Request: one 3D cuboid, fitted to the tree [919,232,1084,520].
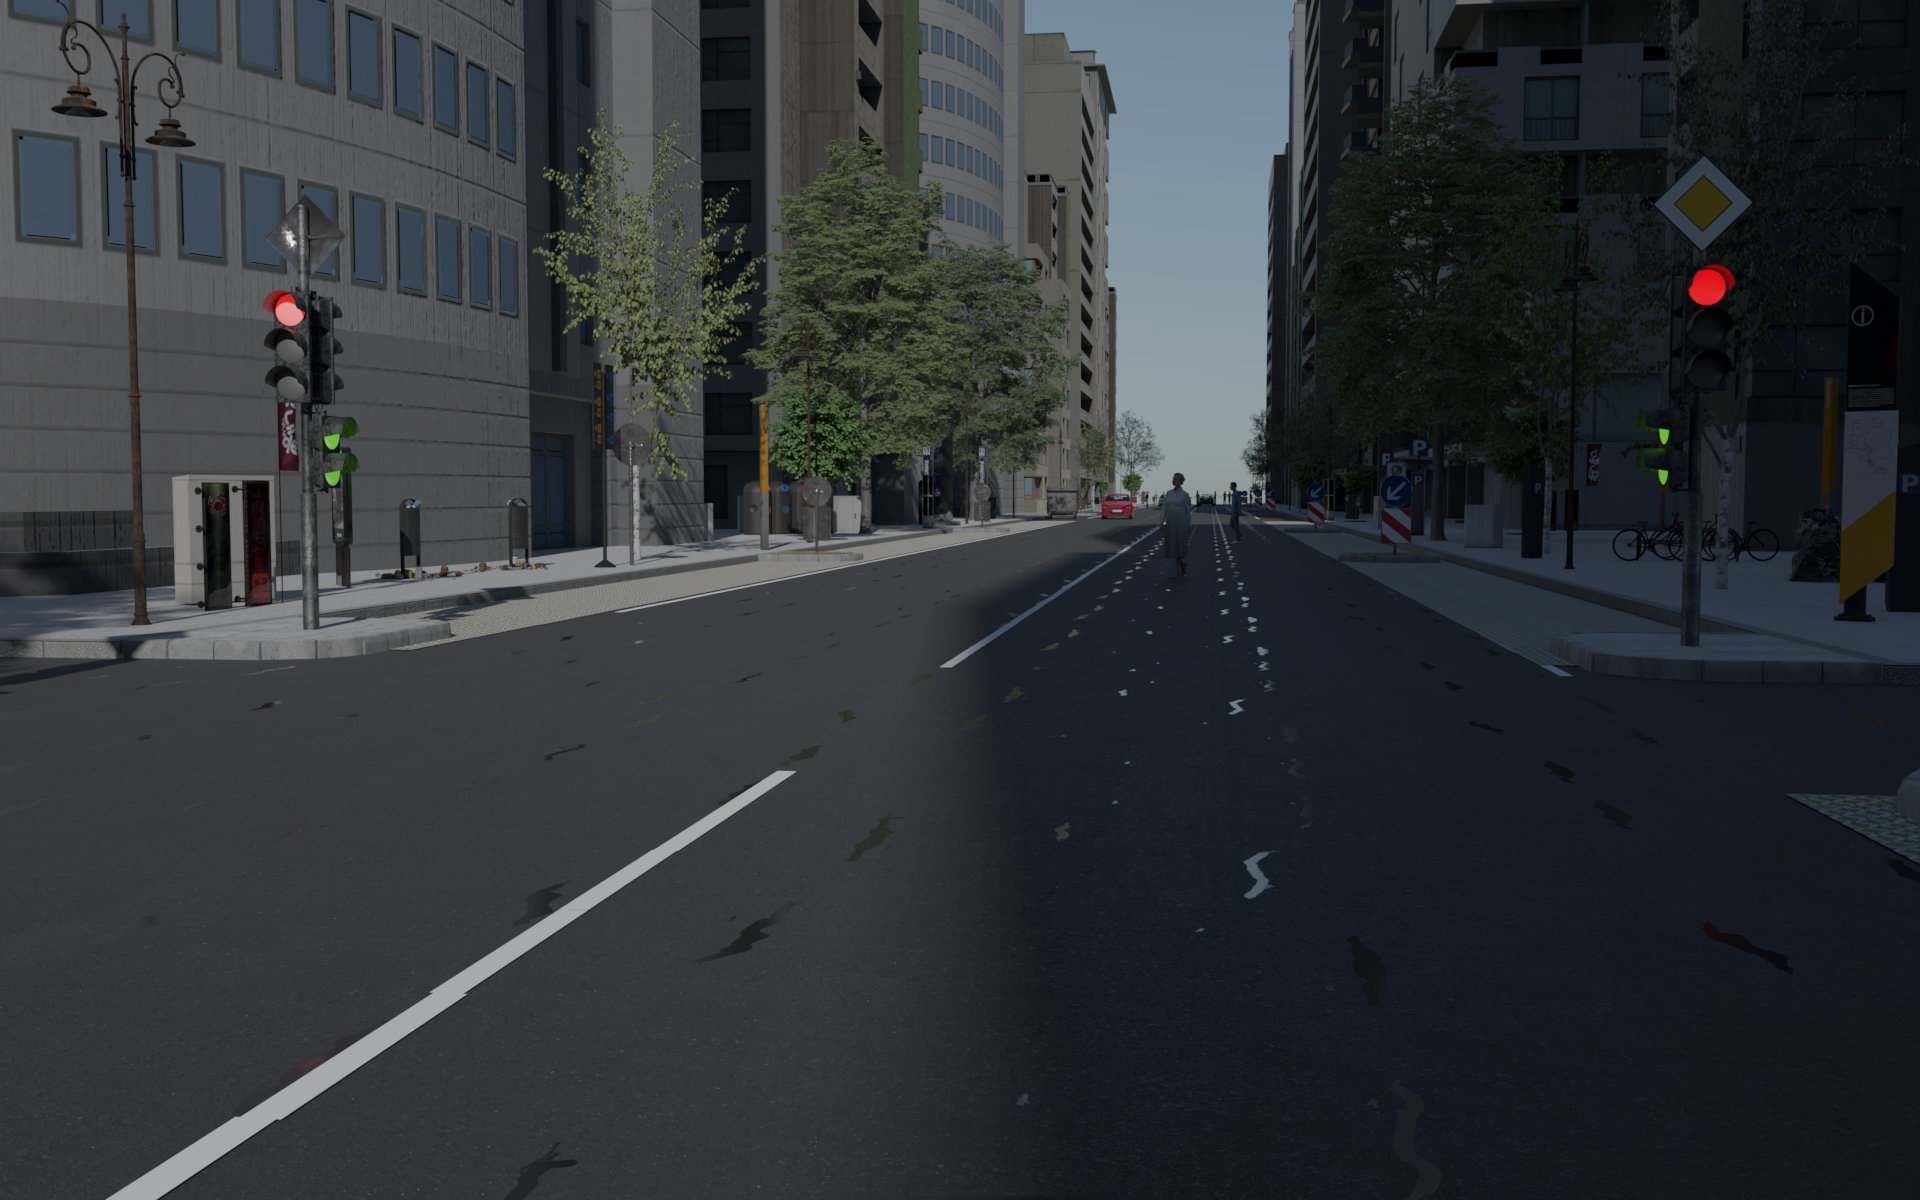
[{"bbox_3d":[0.859,-10.902,84.903,9.857,13.997,8.962,0,3,0],"label":"tree"}]

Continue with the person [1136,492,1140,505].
[{"bbox_3d":[22.554,-12.832,218.976,0.621,1.740,0.551,-1,4,-23],"label":"person"}]

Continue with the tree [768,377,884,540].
[{"bbox_3d":[-3.850,-3.977,48.736,4.285,4.588,4.351,0,3,0],"label":"tree"}]

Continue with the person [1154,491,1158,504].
[{"bbox_3d":[28.133,-14.680,248.390,0.709,1.838,0.599,2,4,28],"label":"person"}]

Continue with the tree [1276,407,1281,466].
[{"bbox_3d":[20.884,-9.238,101.408,4.360,8.622,3.978,0,3,0],"label":"tree"}]

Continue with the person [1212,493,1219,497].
[{"bbox_3d":[36.219,-14.474,245.824,1.217,1.739,0.721,1,4,20],"label":"person"}]

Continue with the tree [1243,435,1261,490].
[{"bbox_3d":[35.321,-15.339,201.149,4.360,8.622,3.978,0,3,0],"label":"tree"}]

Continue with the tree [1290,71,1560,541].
[{"bbox_3d":[12.819,-7.911,47.466,7.486,12.596,7.792,0,3,0],"label":"tree"}]

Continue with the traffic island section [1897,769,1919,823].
[{"bbox_3d":[5.053,0.950,6.744,2.009,0.180,2.903,1,4,8],"label":"traffic island section"}]

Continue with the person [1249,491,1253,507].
[{"bbox_3d":[32.023,-11.133,190.528,0.705,1.824,1.348,0,4,-1],"label":"person"}]

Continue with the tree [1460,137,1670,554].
[{"bbox_3d":[12.757,-5.279,36.666,4.737,8.622,4.395,0,3,0],"label":"tree"}]

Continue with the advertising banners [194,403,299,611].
[{"bbox_3d":[-8.065,-1.443,19.784,0.090,3.025,2.074,1,4,11],"label":"advertising banners"}]

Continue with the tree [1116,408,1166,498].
[{"bbox_3d":[24.493,-20.692,248.689,12.009,13.543,11.850,0,3,0],"label":"tree"}]

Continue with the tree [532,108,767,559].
[{"bbox_3d":[-6.162,-5.117,34.022,4.737,8.622,4.395,0,3,0],"label":"tree"}]

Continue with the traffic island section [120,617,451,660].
[{"bbox_3d":[-6.168,0.358,16.431,2.009,0.180,2.903,1,4,8],"label":"traffic island section"}]

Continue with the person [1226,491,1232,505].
[{"bbox_3d":[36.889,-13.985,237.245,0.705,1.812,1.348,-2,4,-34],"label":"person"}]

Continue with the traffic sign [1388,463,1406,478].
[{"bbox_3d":[14.189,-3.316,56.349,0.606,2.300,0.079,1,4,9],"label":"traffic sign"}]

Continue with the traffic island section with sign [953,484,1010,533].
[{"bbox_3d":[0.838,-3.446,64.969,1.989,1.847,2.006,1,4,8],"label":"traffic island section with sign"}]

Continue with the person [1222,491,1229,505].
[{"bbox_3d":[34.056,-13.114,222.924,1.348,1.822,0.705,3,4,37],"label":"person"}]

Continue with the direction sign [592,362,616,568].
[{"bbox_3d":[-6.208,-2.336,30.192,0.379,3.537,0.876,1,4,11],"label":"direction sign"}]

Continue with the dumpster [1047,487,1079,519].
[{"bbox_3d":[5.852,-5.538,98.767,1.865,1.857,1.264,0,4,8],"label":"dumpster"}]

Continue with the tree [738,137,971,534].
[{"bbox_3d":[-3.295,-8.442,56.154,7.486,12.596,7.792,0,3,0],"label":"tree"}]

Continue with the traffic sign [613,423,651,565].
[{"bbox_3d":[-5.915,-1.898,31.142,0.768,2.556,0.104,1,4,17],"label":"traffic sign"}]

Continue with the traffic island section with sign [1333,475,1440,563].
[{"bbox_3d":[9.079,-1.725,36.827,1.989,1.847,2.006,1,4,8],"label":"traffic island section with sign"}]

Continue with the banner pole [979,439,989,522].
[{"bbox_3d":[1.097,-5.430,78.795,0.401,3.779,0.863,-3,4,-37],"label":"banner pole"}]

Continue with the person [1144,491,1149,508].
[{"bbox_3d":[19.153,-10.315,177.979,0.721,1.723,1.217,2,4,23],"label":"person"}]

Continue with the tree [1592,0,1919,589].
[{"bbox_3d":[10.457,-4.464,23.351,4.360,8.622,3.978,0,3,0],"label":"tree"}]

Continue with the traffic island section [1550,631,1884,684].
[{"bbox_3d":[6.194,0.467,14.647,2.009,0.180,2.903,1,4,8],"label":"traffic island section"}]

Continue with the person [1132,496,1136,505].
[{"bbox_3d":[20.474,-11.905,203.818,0.551,1.740,0.621,-3,4,-38],"label":"person"}]

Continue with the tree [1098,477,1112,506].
[{"bbox_3d":[15.728,-12.011,190.988,1.663,3.219,1.824,0,3,0],"label":"tree"}]

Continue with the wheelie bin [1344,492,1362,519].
[{"bbox_3d":[20.105,-4.931,88.526,0.693,1.594,0.980,3,5,40],"label":"wheelie bin"}]

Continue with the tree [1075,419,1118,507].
[{"bbox_3d":[12.931,-13.277,167.436,4.737,8.622,4.395,0,3,0],"label":"tree"}]

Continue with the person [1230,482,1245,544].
[{"bbox_3d":[7.997,-2.517,49.992,0.444,1.785,0.601,1,4,9],"label":"person"}]

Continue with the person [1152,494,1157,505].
[{"bbox_3d":[25.631,-13.221,227.901,0.697,1.427,0.421,1,4,16],"label":"person"}]

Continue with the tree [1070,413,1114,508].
[{"bbox_3d":[12.031,-12.607,156.493,4.360,8.622,3.978,0,3,0],"label":"tree"}]

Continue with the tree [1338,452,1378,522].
[{"bbox_3d":[18.230,-5.234,80.173,1.663,3.219,1.824,0,3,0],"label":"tree"}]

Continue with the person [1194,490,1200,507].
[{"bbox_3d":[25.884,-11.037,188.939,0.705,1.826,1.348,2,4,35],"label":"person"}]

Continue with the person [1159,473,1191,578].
[{"bbox_3d":[3.738,-1.282,29.690,0.478,1.798,0.641,3,5,42],"label":"person"}]

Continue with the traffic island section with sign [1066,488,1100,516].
[{"bbox_3d":[8.082,-6.508,115.029,1.989,1.847,2.006,1,4,8],"label":"traffic island section with sign"}]

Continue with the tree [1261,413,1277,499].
[{"bbox_3d":[23.228,-10.342,119.459,4.360,8.622,3.978,0,3,0],"label":"tree"}]

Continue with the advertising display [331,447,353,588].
[{"bbox_3d":[-8.602,-1.155,24.105,0.123,1.923,0.974,-2,4,-29],"label":"advertising display"}]

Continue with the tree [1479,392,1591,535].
[{"bbox_3d":[18.198,-4.361,55.008,4.285,4.588,4.351,0,3,0],"label":"tree"}]

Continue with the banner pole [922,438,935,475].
[{"bbox_3d":[-1.361,-5.305,76.753,0.863,3.779,0.401,-3,5,-42],"label":"banner pole"}]

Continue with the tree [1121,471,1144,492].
[{"bbox_3d":[23.700,-15.547,237.912,4.285,4.588,4.351,0,3,0],"label":"tree"}]

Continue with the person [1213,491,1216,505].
[{"bbox_3d":[32.934,-13.174,223.862,0.705,1.831,1.348,0,4,0],"label":"person"}]

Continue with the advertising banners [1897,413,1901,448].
[{"bbox_3d":[20.120,-2.493,36.941,0.090,3.025,2.074,1,4,18],"label":"advertising banners"}]

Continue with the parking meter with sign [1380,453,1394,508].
[{"bbox_3d":[17.803,-4.662,72.490,0.543,3.016,1.738,1,4,18],"label":"parking meter with sign"}]

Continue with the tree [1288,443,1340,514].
[{"bbox_3d":[22.713,-7.790,111.074,4.285,4.588,4.351,0,3,0],"label":"tree"}]

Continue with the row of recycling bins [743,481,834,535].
[{"bbox_3d":[-5.504,-2.955,55.424,1.069,1.692,3.534,3,5,42],"label":"row of recycling bins"}]

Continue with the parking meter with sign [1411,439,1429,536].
[{"bbox_3d":[14.334,-3.547,54.247,0.543,3.016,1.738,1,4,18],"label":"parking meter with sign"}]

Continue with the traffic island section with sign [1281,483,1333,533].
[{"bbox_3d":[13.008,-3.389,64.038,1.989,1.847,2.006,1,4,8],"label":"traffic island section with sign"}]

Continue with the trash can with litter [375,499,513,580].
[{"bbox_3d":[-8.226,-0.964,26.814,1.678,1.210,2.233,1,4,10],"label":"trash can with litter"}]

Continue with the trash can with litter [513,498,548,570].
[{"bbox_3d":[-7.809,-1.124,29.434,1.678,1.210,2.233,1,4,18],"label":"trash can with litter"}]

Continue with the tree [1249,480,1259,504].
[{"bbox_3d":[40.020,-14.742,235.633,1.663,3.219,1.824,0,3,0],"label":"tree"}]

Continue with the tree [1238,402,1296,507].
[{"bbox_3d":[31.865,-14.668,174.241,8.767,10.594,7.601,3,4,39],"label":"tree"}]

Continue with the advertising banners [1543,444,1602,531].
[{"bbox_3d":[21.236,-3.913,60.170,2.074,3.025,0.090,0,4,1],"label":"advertising banners"}]

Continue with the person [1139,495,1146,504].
[{"bbox_3d":[23.961,-13.323,226.428,1.348,1.812,0.705,2,4,35],"label":"person"}]

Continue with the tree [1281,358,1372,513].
[{"bbox_3d":[20.086,-8.730,93.097,4.360,8.622,3.978,0,3,0],"label":"tree"}]

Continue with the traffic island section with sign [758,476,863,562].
[{"bbox_3d":[-3.150,-1.755,37.322,1.989,1.847,2.006,1,4,8],"label":"traffic island section with sign"}]

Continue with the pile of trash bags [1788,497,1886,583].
[{"bbox_3d":[13.747,-1.011,26.282,1.912,1.369,3.447,2,4,33],"label":"pile of trash bags"}]
